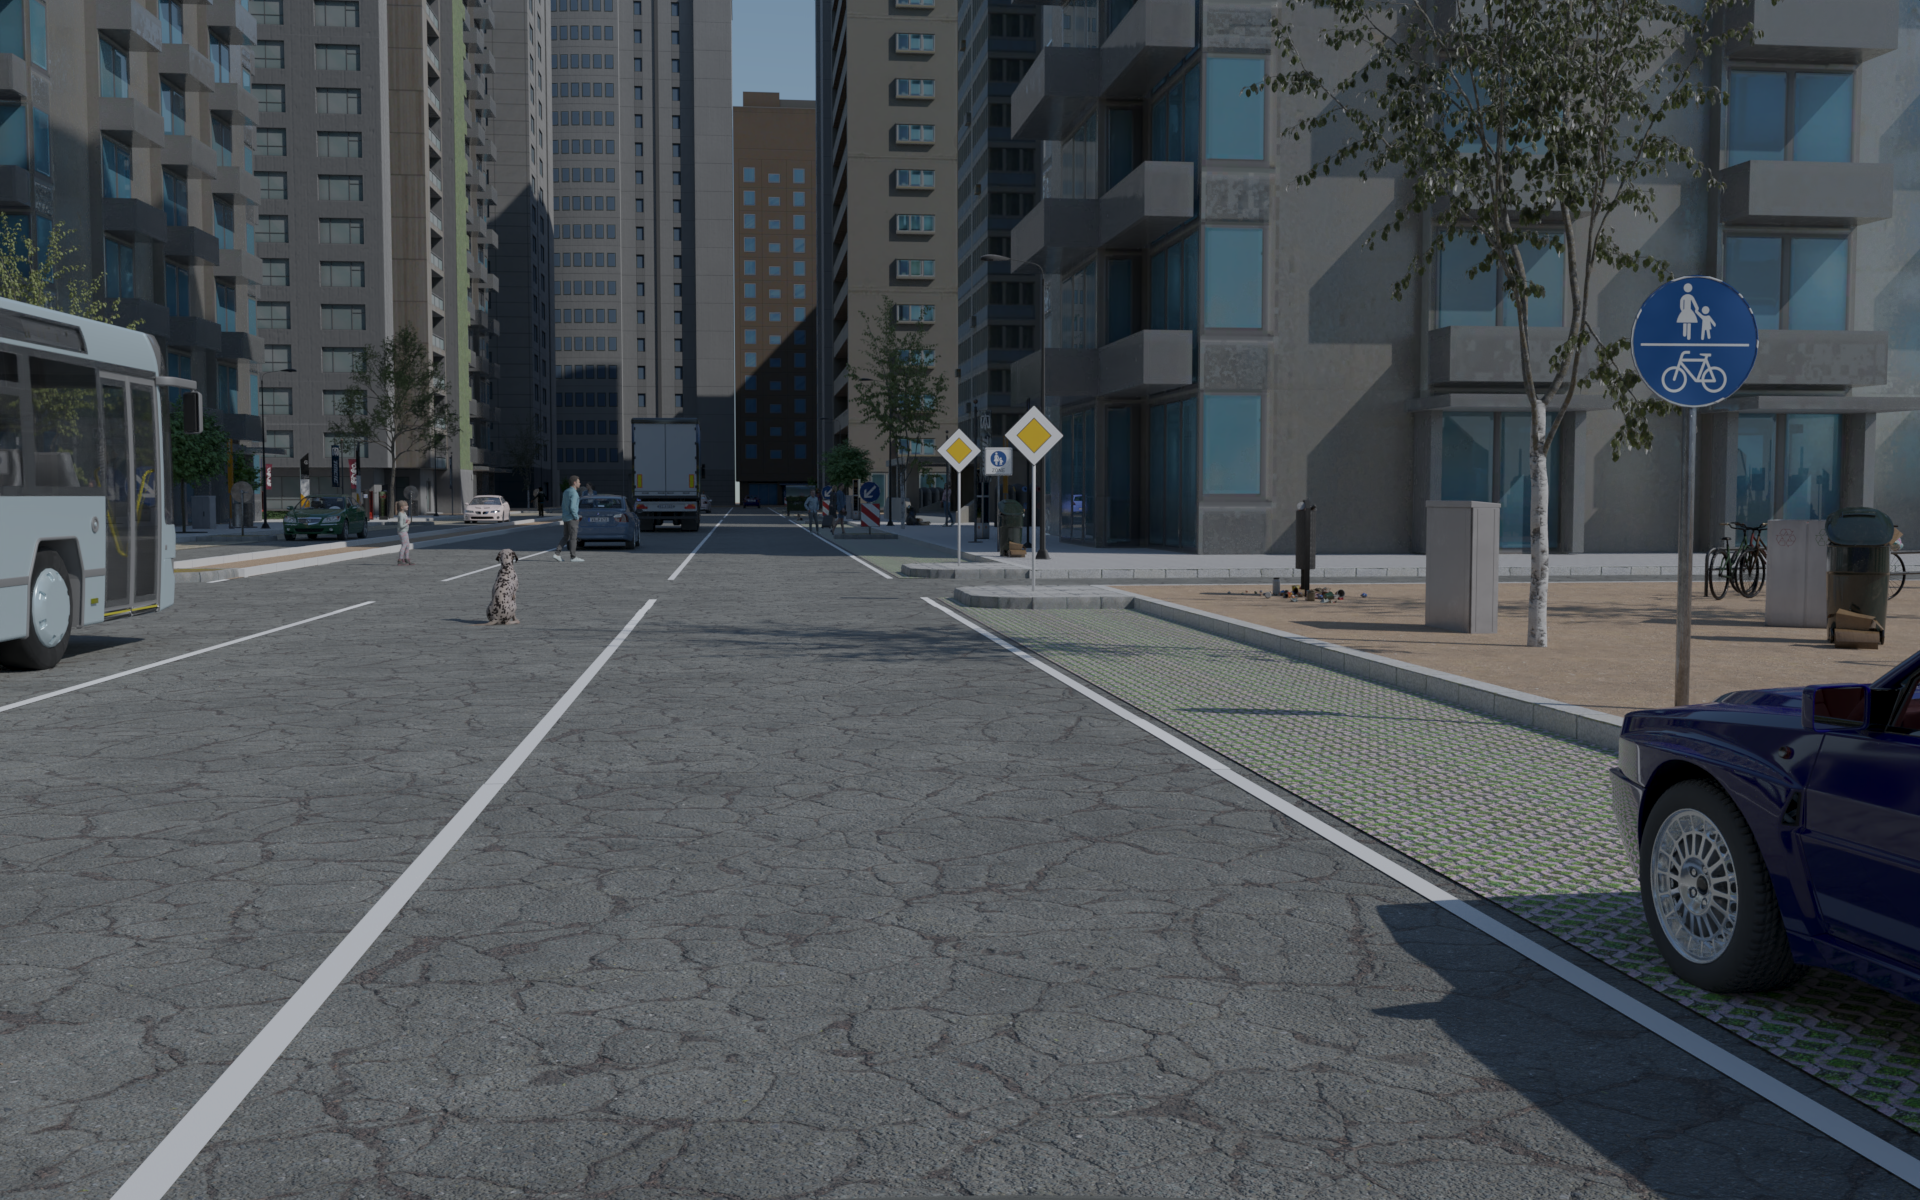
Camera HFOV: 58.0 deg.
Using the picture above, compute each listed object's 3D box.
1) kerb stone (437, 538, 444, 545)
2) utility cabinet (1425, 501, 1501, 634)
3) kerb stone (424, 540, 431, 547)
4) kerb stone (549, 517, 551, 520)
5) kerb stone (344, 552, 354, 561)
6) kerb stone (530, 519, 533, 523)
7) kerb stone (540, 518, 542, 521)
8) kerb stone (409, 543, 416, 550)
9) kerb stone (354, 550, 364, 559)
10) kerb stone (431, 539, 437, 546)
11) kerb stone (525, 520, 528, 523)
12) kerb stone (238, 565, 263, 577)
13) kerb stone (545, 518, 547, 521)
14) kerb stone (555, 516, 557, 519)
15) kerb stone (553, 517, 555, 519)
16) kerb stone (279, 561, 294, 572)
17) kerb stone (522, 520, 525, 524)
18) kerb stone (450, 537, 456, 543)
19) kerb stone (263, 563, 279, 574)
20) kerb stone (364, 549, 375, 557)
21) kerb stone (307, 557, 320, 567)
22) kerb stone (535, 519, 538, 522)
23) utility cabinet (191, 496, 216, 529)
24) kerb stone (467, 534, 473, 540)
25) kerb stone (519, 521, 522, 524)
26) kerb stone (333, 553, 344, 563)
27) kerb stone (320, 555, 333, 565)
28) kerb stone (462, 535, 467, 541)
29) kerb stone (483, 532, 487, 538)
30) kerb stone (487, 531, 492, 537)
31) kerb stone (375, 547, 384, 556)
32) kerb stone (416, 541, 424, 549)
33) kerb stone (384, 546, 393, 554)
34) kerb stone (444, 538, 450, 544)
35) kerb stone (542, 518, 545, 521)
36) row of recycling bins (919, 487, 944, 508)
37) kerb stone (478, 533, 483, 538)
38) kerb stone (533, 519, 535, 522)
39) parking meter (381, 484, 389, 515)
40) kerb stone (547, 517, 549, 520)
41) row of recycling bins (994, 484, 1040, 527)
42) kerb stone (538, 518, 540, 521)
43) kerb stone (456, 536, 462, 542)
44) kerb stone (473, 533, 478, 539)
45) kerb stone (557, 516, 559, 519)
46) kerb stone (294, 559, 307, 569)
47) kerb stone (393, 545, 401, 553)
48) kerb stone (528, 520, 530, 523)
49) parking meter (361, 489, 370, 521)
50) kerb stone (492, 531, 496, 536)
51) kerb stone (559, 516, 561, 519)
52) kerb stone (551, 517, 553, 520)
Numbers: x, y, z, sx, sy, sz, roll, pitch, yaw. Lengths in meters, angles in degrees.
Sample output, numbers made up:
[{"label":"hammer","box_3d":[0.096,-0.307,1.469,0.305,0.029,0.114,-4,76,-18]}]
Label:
[{"label":"kerb stone","box_3d":[-14.690,-1.613,48.569,0.120,0.150,1.000,0,4,-7]},{"label":"utility cabinet","box_3d":[4.747,-0.319,16.380,0.306,1.237,1.020,-1,4,-8]},{"label":"kerb stone","box_3d":[-14.439,-1.488,46.531,0.120,0.150,1.000,0,4,-7]},{"label":"kerb stone","box_3d":[-22.484,-4.401,94.152,0.120,0.150,1.000,0,4,-7]},{"label":"kerb stone","box_3d":[-13.304,-0.929,37.382,0.120,0.150,1.000,0,4,-7]},{"label":"kerb stone","box_3d":[-21.472,-3.901,85.993,0.120,0.150,1.000,0,4,-7]},{"label":"kerb stone","box_3d":[-21.975,-4.149,90.073,0.120,0.150,1.000,0,4,-7]},{"label":"kerb stone","box_3d":[-14.192,-1.362,44.494,0.120,0.150,1.000,0,4,-7]},{"label":"kerb stone","box_3d":[-13.434,-0.991,38.396,0.120,0.150,1.000,0,4,-7]},{"label":"kerb stone","box_3d":[-14.570,-1.551,47.553,0.120,0.150,1.000,0,4,-7]},{"label":"kerb stone","box_3d":[-21.212,-3.775,83.956,0.120,0.150,1.000,0,4,-7]},{"label":"kerb stone","box_3d":[-12.417,-0.490,30.254,0.120,0.150,1.000,0,4,-7]},{"label":"kerb stone","box_3d":[-22.226,-4.277,92.117,0.120,0.150,1.000,0,4,-7]},{"label":"kerb stone","box_3d":[-22.860,-4.584,97.206,0.120,0.150,1.000,0,4,-7]},{"label":"kerb stone","box_3d":[-22.724,-4.526,96.188,0.120,0.150,1.000,0,4,-7]},{"label":"kerb stone","box_3d":[-12.666,-0.617,32.291,0.120,0.150,1.000,0,4,-7]},{"label":"kerb stone","box_3d":[-21.079,-3.715,82.943,0.120,0.150,1.000,0,4,-7]},{"label":"kerb stone","box_3d":[-14.942,-1.735,50.617,0.120,0.150,1.000,0,4,-7]},{"label":"kerb stone","box_3d":[-12.539,-0.555,31.268,0.120,0.150,1.000,0,4,-7]},{"label":"kerb stone","box_3d":[-13.550,-1.046,39.412,0.120,0.150,1.000,0,4,-7]},{"label":"kerb stone","box_3d":[-12.928,-0.741,34.334,0.120,0.150,1.000,0,4,-7]},{"label":"kerb stone","box_3d":[-21.721,-4.026,88.026,0.120,0.150,1.000,0,4,-7]},{"label":"utility cabinet","box_3d":[-27.896,-3.224,63.879,1.020,1.237,0.306,2,4,30]},{"label":"kerb stone","box_3d":[-15.323,-1.925,53.669,0.120,0.150,1.000,0,4,-7]},{"label":"kerb stone","box_3d":[-20.960,-3.653,81.924,0.120,0.150,1.000,0,4,-7]},{"label":"kerb stone","box_3d":[-13.175,-0.867,36.367,0.120,0.150,1.000,0,4,-7]},{"label":"kerb stone","box_3d":[-13.041,-0.805,35.350,0.120,0.150,1.000,0,4,-7]},{"label":"kerb stone","box_3d":[-15.204,-1.863,52.651,0.120,0.150,1.000,0,4,-7]},{"label":"kerb stone","box_3d":[-15.718,-2.112,56.727,0.120,0.150,1.000,0,4,-7]},{"label":"kerb stone","box_3d":[-15.836,-2.174,57.746,0.120,0.150,1.000,0,4,-7]},{"label":"kerb stone","box_3d":[-13.682,-1.115,40.425,0.120,0.150,1.000,0,4,-7]},{"label":"kerb stone","box_3d":[-14.314,-1.426,45.516,0.120,0.150,1.000,0,4,-7]},{"label":"kerb stone","box_3d":[-13.804,-1.174,41.446,0.120,0.150,1.000,0,4,-7]},{"label":"kerb stone","box_3d":[-14.829,-1.676,49.600,0.120,0.150,1.000,0,4,-7]},{"label":"kerb stone","box_3d":[-22.102,-4.214,91.092,0.120,0.150,1.000,0,4,-7]},{"label":"row of recycling bins","box_3d":[-1.906,-5.772,101.488,1.069,1.692,3.534,2,4,28]},{"label":"kerb stone","box_3d":[-15.575,-2.049,55.705,0.120,0.150,1.000,0,4,-7]},{"label":"kerb stone","box_3d":[-21.594,-3.964,87.012,0.120,0.150,1.000,0,4,-7]},{"label":"parking meter","box_3d":[-32.593,-5.653,98.142,0.399,1.863,0.255,-1,4,-20]},{"label":"kerb stone","box_3d":[-22.358,-4.335,93.133,0.120,0.150,1.000,0,4,-7]},{"label":"row of recycling bins","box_3d":[2.579,-3.747,68.381,1.069,1.692,3.534,3,5,41]},{"label":"kerb stone","box_3d":[-21.845,-4.080,89.047,0.120,0.150,1.000,0,4,-7]},{"label":"kerb stone","box_3d":[-15.076,-1.801,51.636,0.120,0.150,1.000,0,4,-7]},{"label":"kerb stone","box_3d":[-15.450,-1.987,54.683,0.120,0.150,1.000,0,4,-7]},{"label":"kerb stone","box_3d":[-22.989,-4.650,98.220,0.120,0.150,1.000,0,4,-7]},{"label":"kerb stone","box_3d":[-12.800,-0.673,33.314,0.120,0.150,1.000,0,4,-7]},{"label":"kerb stone","box_3d":[-13.927,-1.240,42.464,0.120,0.150,1.000,0,4,-7]},{"label":"kerb stone","box_3d":[-21.336,-3.839,84.971,0.120,0.150,1.000,0,4,-7]},{"label":"parking meter","box_3d":[-27.965,-4.467,81.443,0.372,1.533,0.369,0,3,0]},{"label":"kerb stone","box_3d":[-15.961,-2.237,58.773,0.120,0.150,1.000,0,4,-7]},{"label":"kerb stone","box_3d":[-23.114,-4.712,99.234,0.120,0.150,1.000,0,4,-7]},{"label":"kerb stone","box_3d":[-22.608,-4.463,95.167,0.120,0.150,1.000,0,4,-7]}]
